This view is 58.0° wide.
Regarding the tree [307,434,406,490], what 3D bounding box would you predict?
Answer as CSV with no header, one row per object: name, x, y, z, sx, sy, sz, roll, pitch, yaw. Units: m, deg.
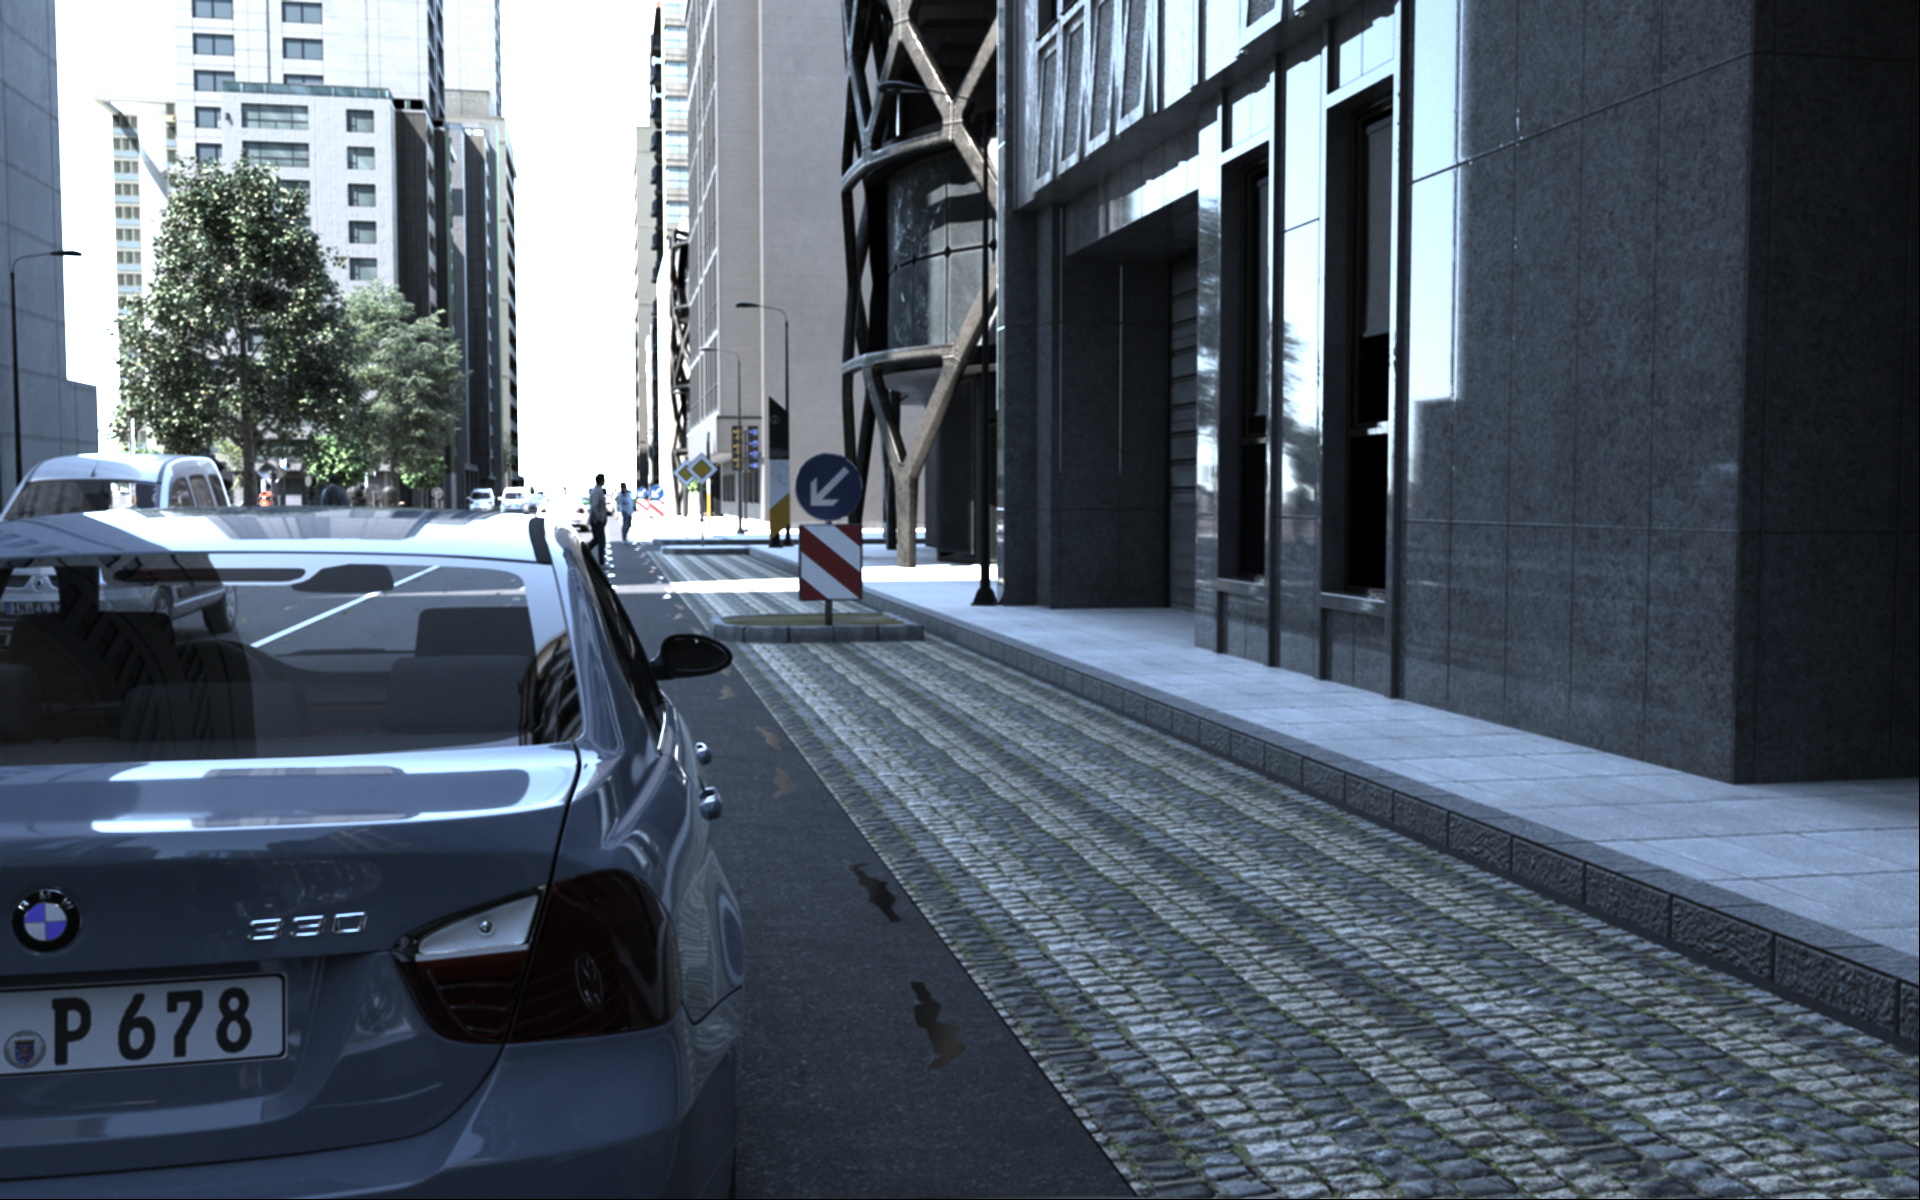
tree,-28.923,-5.924,80.569,4.285,4.588,4.351,0,3,0

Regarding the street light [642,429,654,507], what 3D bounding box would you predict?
street light,-22.934,-9.654,130.391,1.470,5.913,1.316,-1,4,-12

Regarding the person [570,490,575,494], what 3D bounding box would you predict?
person,-34.653,-8.959,154.997,1.348,1.821,0.705,0,4,0

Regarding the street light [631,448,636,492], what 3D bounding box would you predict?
street light,-32.251,-12.395,175.205,1.470,5.913,1.316,-1,4,-12

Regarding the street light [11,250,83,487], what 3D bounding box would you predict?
street light,-17.386,-3.698,33.006,1.470,5.913,1.316,-1,4,-12

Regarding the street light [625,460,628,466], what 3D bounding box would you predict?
street light,-39.892,-14.627,211.689,1.470,5.913,1.316,-1,4,-12

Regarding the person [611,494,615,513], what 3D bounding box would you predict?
person,-26.360,-7.367,132.166,0.599,1.433,0.991,1,4,14

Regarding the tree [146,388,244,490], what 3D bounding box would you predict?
tree,-41.370,-8.663,91.997,4.737,8.622,4.395,0,3,0

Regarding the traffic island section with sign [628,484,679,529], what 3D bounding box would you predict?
traffic island section with sign,-12.779,-3.889,72.215,1.989,1.847,2.006,-1,4,-12

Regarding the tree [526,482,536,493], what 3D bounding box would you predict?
tree,-68.628,-17.279,277.109,1.663,3.219,1.824,0,3,0

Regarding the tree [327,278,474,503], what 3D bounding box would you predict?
tree,-33.229,-11.931,101.724,9.857,13.997,8.962,0,3,0

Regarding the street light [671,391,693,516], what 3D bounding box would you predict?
street light,-12.299,-6.487,78.608,1.470,5.913,1.316,-1,4,-12

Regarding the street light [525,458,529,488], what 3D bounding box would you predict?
street light,-57.128,-15.496,225.897,1.470,5.913,1.316,-1,4,-12

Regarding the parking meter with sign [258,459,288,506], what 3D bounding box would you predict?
parking meter with sign,-33.512,-5.366,83.997,0.543,3.016,1.738,3,4,38

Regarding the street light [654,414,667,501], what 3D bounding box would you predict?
street light,-16.929,-7.859,101.041,1.470,5.913,1.316,-1,4,-12

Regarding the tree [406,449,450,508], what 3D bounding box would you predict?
tree,-35.548,-8.012,114.709,4.285,4.588,4.351,0,3,0

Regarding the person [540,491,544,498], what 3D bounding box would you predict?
person,-38.244,-9.098,157.971,0.721,1.743,1.217,-3,5,-42

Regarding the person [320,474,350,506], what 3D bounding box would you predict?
person,-12.140,-1.535,33.694,0.679,1.850,0.850,1,4,17

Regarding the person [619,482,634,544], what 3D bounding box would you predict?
person,-9.652,-2.521,49.978,0.793,1.790,0.793,-1,4,-16

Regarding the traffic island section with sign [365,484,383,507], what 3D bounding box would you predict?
traffic island section with sign,-23.339,-3.695,69.046,1.989,1.847,2.006,-1,4,-12

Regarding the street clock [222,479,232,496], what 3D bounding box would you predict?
street clock,-35.066,-4.786,82.821,0.471,2.002,0.358,1,4,16

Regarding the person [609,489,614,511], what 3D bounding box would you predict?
person,-28.721,-8.226,142.981,0.705,1.826,1.348,-2,4,-28

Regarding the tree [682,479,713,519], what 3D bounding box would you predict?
tree,-13.590,-5.767,88.889,1.663,3.219,1.824,0,3,0

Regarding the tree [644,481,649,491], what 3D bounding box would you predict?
tree,-36.852,-12.991,207.007,1.663,3.219,1.824,0,3,0

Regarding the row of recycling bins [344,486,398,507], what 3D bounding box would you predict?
row of recycling bins,-30.616,-5.007,88.977,3.534,1.692,1.069,0,4,3

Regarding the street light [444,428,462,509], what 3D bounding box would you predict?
street light,-35.860,-9.165,122.391,1.470,5.913,1.316,-1,4,-12

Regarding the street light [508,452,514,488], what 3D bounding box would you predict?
street light,-49.770,-13.330,190.487,1.470,5.913,1.316,-1,4,-12

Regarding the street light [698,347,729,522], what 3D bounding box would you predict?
street light,-7.537,-5.040,54.945,1.470,5.913,1.316,-1,4,-12

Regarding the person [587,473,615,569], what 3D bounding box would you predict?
person,-7.045,-1.525,33.286,0.795,1.843,0.661,-1,4,-9

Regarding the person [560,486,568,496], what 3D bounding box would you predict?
person,-17.643,-4.214,77.505,0.767,1.812,0.694,-2,4,-24

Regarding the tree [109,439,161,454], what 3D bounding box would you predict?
tree,-48.869,-7.273,102.623,4.285,4.588,4.351,0,3,0

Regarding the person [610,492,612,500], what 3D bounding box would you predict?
person,-35.681,-10.303,177.629,0.621,1.740,0.551,1,4,13

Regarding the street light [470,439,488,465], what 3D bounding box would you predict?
street light,-40.563,-10.577,145.468,1.470,5.913,1.316,-1,4,-12

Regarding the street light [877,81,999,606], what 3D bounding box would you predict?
street light,-0.240,-2.888,19.768,1.470,5.913,1.316,-1,4,-12

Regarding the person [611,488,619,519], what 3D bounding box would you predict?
person,-19.987,-5.598,100.209,0.466,1.800,0.511,-3,5,-40

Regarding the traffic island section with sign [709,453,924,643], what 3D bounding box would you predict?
traffic island section with sign,-1.524,-0.545,17.531,1.989,1.847,2.006,-1,4,-12

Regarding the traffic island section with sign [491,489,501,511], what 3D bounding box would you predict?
traffic island section with sign,-38.784,-8.278,143.981,1.989,1.847,2.006,-1,4,-12

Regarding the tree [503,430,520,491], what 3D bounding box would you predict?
tree,-51.913,-15.040,196.258,4.360,8.622,3.978,0,3,0

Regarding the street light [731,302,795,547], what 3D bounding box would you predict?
street light,-4.751,-4.261,42.205,1.470,5.913,1.316,-1,4,-12

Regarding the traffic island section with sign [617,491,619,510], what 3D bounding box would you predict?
traffic island section with sign,-28.344,-8.504,147.666,1.989,1.847,2.006,-1,4,-12

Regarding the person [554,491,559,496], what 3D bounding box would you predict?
person,-48.272,-12.123,207.258,0.990,1.755,0.434,1,4,21

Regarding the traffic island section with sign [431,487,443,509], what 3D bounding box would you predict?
traffic island section with sign,-28.792,-5.315,95.534,1.989,1.847,2.006,-1,4,-12

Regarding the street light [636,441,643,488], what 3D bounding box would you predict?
street light,-27.534,-11.026,152.810,1.470,5.913,1.316,-1,4,-12

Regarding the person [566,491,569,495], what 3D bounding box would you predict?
person,-36.102,-9.116,158.351,0.742,1.727,0.445,0,4,2

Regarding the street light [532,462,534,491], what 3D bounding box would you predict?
street light,-61.774,-16.883,248.579,1.470,5.913,1.316,-1,4,-12

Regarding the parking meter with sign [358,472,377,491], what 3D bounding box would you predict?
parking meter with sign,-40.018,-7.330,116.099,1.738,3.016,0.543,-2,4,-28

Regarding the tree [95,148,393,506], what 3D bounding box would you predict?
tree,-23.931,-8.611,57.802,9.611,12.733,9.660,0,3,0

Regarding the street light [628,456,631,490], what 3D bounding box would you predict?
street light,-36.986,-13.828,198.631,1.470,5.913,1.316,-1,4,-12

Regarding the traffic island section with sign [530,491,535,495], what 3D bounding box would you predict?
traffic island section with sign,-55.606,-13.273,225.640,1.989,1.847,2.006,-1,4,-12

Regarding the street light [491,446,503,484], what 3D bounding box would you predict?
street light,-45.192,-11.947,167.881,1.470,5.913,1.316,-1,4,-12

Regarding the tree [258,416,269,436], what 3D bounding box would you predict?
tree,-48.314,-10.159,116.468,4.737,8.622,4.395,0,3,0
